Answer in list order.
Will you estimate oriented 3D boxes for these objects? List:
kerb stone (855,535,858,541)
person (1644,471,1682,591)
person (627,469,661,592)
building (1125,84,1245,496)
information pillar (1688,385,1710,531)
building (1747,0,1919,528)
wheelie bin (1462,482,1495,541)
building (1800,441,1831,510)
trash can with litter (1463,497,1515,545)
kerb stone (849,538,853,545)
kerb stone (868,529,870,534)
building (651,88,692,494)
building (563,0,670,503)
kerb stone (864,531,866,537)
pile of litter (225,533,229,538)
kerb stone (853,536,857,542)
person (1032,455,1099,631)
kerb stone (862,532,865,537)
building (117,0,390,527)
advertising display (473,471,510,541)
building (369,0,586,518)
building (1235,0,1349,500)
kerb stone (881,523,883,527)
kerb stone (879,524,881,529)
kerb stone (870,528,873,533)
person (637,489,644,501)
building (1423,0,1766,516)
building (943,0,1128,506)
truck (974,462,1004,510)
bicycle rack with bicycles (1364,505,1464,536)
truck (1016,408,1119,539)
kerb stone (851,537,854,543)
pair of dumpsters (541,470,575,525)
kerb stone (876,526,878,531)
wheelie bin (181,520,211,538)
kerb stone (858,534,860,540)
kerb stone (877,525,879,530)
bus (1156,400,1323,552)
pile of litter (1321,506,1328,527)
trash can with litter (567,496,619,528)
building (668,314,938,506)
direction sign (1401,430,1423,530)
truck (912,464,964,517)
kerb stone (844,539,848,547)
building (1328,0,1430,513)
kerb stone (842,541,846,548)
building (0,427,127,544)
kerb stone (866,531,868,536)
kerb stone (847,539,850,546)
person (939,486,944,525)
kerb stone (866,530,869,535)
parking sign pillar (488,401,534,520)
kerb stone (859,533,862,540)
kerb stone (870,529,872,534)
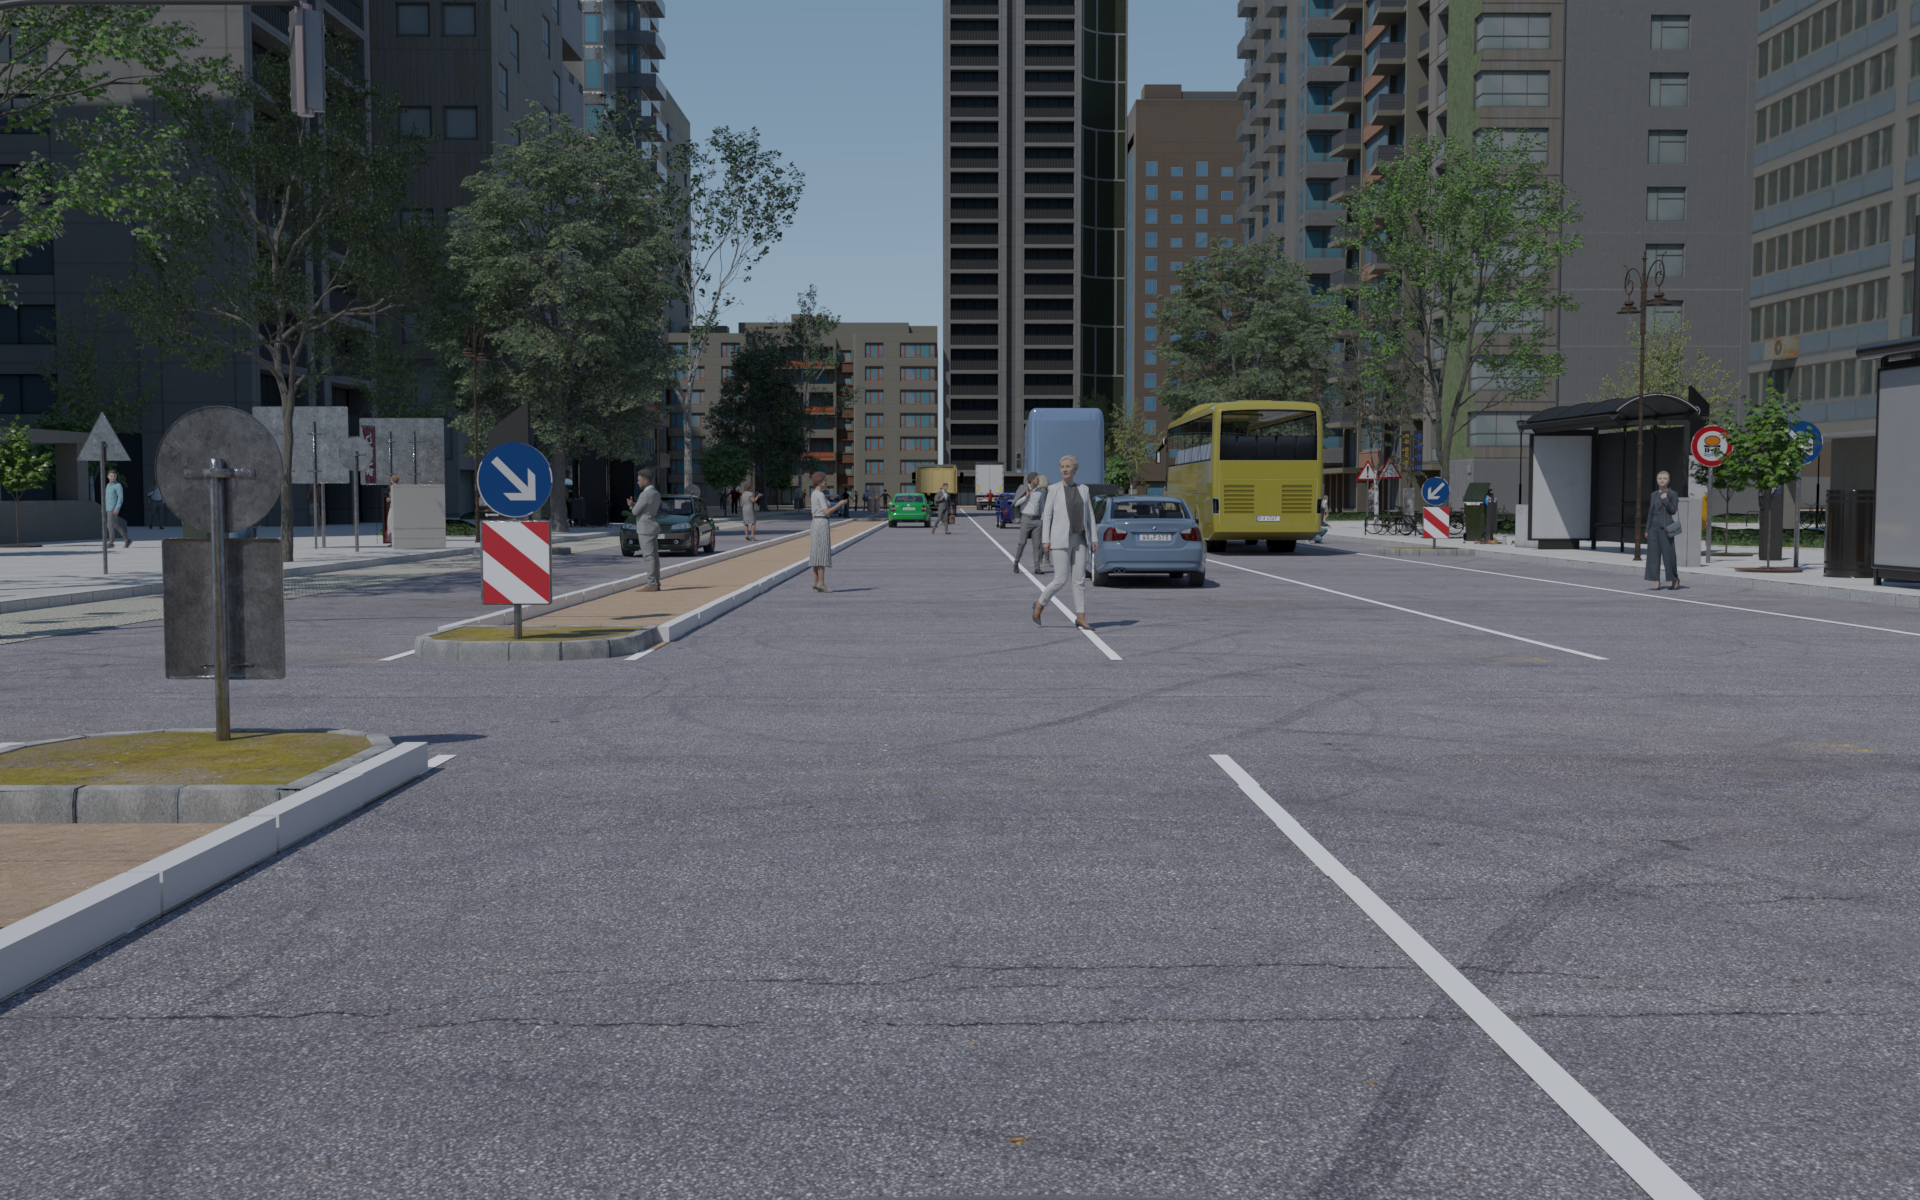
[{"bbox_3d":[-3.168,-1.767,51.084,0.120,0.150,1.000,0,4,0],"label":"kerb stone"},{"bbox_3d":[10.477,-1.035,25.840,0.576,1.772,0.534,3,4,39],"label":"person"},{"bbox_3d":[-4.626,-1.021,25.367,0.466,1.800,0.511,0,4,-3],"label":"person"},{"bbox_3d":[25.808,-33.195,192.850,14.200,45.320,14.600,0,4,0],"label":"building"},{"bbox_3d":[15.856,-2.809,37.280,0.504,3.616,0.183,-1,4,-13],"label":"information pillar"},{"bbox_3d":[36.055,-21.466,42.855,23.993,40.220,32.217,0,4,0],"label":"building"},{"bbox_3d":[14.115,-2.400,47.154,0.693,1.594,0.980,-3,5,-42],"label":"wheelie bin"},{"bbox_3d":[72.101,-30.519,149.090,14.200,45.320,14.600,0,4,0],"label":"building"},{"bbox_3d":[13.886,-2.063,44.782,1.678,1.210,2.233,1,4,19],"label":"trash can with litter"},{"bbox_3d":[-3.133,-1.578,48.003,0.120,0.150,1.000,0,4,0],"label":"kerb stone"},{"bbox_3d":[-3.235,-2.263,59.290,0.120,0.150,1.000,0,4,0],"label":"kerb stone"},{"bbox_3d":[-42.251,-34.955,195.218,21.600,48.544,21.300,0,4,0],"label":"building"},{"bbox_3d":[-40.330,-32.070,143.951,30.456,49.044,23.786,0,4,0],"label":"building"},{"bbox_3d":[-3.217,-2.080,56.209,0.120,0.150,1.000,0,4,0],"label":"kerb stone"},{"bbox_3d":[-15.294,-1.390,36.685,1.176,0.858,1.719,0,4,1],"label":"pile of litter"},{"bbox_3d":[-3.150,-1.703,50.056,0.120,0.150,1.000,0,4,0],"label":"kerb stone"},{"bbox_3d":[1.110,-0.610,18.357,0.514,1.842,0.818,-3,5,-42],"label":"person"},{"bbox_3d":[-3.194,-2.016,55.178,0.120,0.150,1.000,0,4,0],"label":"kerb stone"},{"bbox_3d":[-35.797,-39.019,76.206,20.563,71.187,20.611,0,4,0],"label":"building"},{"bbox_3d":[-12.858,-2.592,47.589,0.974,1.923,0.123,0,4,-2],"label":"advertising display"},{"bbox_3d":[-38.412,-31.533,104.795,28.713,52.752,27.495,0,4,0],"label":"building"},{"bbox_3d":[34.806,-31.879,140.834,23.786,49.044,30.456,0,4,0],"label":"building"},{"bbox_3d":[-3.321,-2.958,70.573,0.120,0.150,1.000,0,4,0],"label":"kerb stone"},{"bbox_3d":[-3.312,-2.833,68.520,0.120,0.150,1.000,0,4,0],"label":"kerb stone"},{"bbox_3d":[-3.256,-2.392,61.339,0.120,0.150,1.000,0,4,0],"label":"kerb stone"},{"bbox_3d":[-10.790,-3.091,59.397,0.532,1.782,0.716,0,4,5],"label":"person"},{"bbox_3d":[30.156,-24.491,84.022,14.154,41.232,14.086,0,4,0],"label":"building"},{"bbox_3d":[8.379,-46.269,194.750,20.611,71.187,20.563,0,4,0],"label":"building"},{"bbox_3d":[2.661,-10.284,157.049,2.839,4.237,11.283,0,4,1],"label":"truck"},{"bbox_3d":[13.845,-2.489,54.082,2.852,0.926,2.925,-3,5,-43],"label":"bicycle rack with bicycles"},{"bbox_3d":[3.373,-3.591,48.467,2.967,4.110,18.799,0,4,0],"label":"truck"},{"bbox_3d":[-3.148,-1.641,49.025,0.120,0.150,1.000,0,4,0],"label":"kerb stone"},{"bbox_3d":[-16.110,-4.121,69.866,1.574,2.255,4.437,0,4,-1],"label":"pair of dumpsters"},{"bbox_3d":[-3.290,-2.640,65.444,0.120,0.150,1.000,0,4,0],"label":"kerb stone"},{"bbox_3d":[-15.442,-1.670,35.210,0.980,1.594,0.693,0,4,-1],"label":"wheelie bin"},{"bbox_3d":[-3.172,-1.827,52.106,0.120,0.150,1.000,0,4,0],"label":"kerb stone"},{"bbox_3d":[-3.293,-2.704,66.471,0.120,0.150,1.000,0,4,0],"label":"kerb stone"},{"bbox_3d":[7.167,-3.310,45.664,2.896,3.916,12.252,0,4,1],"label":"bus"},{"bbox_3d":[13.968,-3.335,68.492,1.176,0.858,1.719,1,4,11],"label":"pile of litter"},{"bbox_3d":[-14.218,-3.384,66.378,2.233,1.210,1.678,-1,4,-11],"label":"trash can with litter"},{"bbox_3d":[-17.033,-21.704,199.901,28.899,21.520,27.650,0,4,0],"label":"building"},{"bbox_3d":[16.147,-4.279,61.962,0.379,3.537,0.876,-3,5,-39],"label":"direction sign"},{"bbox_3d":[-1.476,-7.095,111.924,3.469,3.379,9.791,0,3,0],"label":"truck"},{"bbox_3d":[-3.117,-1.453,45.952,0.120,0.150,1.000,0,4,0],"label":"kerb stone"},{"bbox_3d":[35.731,-27.858,110.105,22.147,44.769,28.867,0,4,0],"label":"building"},{"bbox_3d":[-3.107,-1.387,44.922,0.120,0.150,1.000,0,4,0],"label":"kerb stone"},{"bbox_3d":[-40.538,-21.454,42.647,32.217,40.220,23.993,0,4,0],"label":"building"},{"bbox_3d":[-3.218,-2.143,57.241,0.120,0.150,1.000,0,4,0],"label":"kerb stone"},{"bbox_3d":[-3.127,-1.515,46.975,0.120,0.150,1.000,0,4,0],"label":"kerb stone"},{"bbox_3d":[-0.851,-4.326,79.410,0.661,1.801,0.590,3,4,36],"label":"person"},{"bbox_3d":[-3.226,-2.205,58.263,0.120,0.150,1.000,0,4,0],"label":"kerb stone"},{"bbox_3d":[-13.027,-3.786,50.375,1.447,3.967,1.447,1,4,15],"label":"parking sign pillar"},{"bbox_3d":[-3.179,-1.892,53.133,0.120,0.150,1.000,0,4,0],"label":"kerb stone"},{"bbox_3d":[-3.237,-2.330,60.312,0.120,0.150,1.000,0,4,0],"label":"kerb stone"}]
